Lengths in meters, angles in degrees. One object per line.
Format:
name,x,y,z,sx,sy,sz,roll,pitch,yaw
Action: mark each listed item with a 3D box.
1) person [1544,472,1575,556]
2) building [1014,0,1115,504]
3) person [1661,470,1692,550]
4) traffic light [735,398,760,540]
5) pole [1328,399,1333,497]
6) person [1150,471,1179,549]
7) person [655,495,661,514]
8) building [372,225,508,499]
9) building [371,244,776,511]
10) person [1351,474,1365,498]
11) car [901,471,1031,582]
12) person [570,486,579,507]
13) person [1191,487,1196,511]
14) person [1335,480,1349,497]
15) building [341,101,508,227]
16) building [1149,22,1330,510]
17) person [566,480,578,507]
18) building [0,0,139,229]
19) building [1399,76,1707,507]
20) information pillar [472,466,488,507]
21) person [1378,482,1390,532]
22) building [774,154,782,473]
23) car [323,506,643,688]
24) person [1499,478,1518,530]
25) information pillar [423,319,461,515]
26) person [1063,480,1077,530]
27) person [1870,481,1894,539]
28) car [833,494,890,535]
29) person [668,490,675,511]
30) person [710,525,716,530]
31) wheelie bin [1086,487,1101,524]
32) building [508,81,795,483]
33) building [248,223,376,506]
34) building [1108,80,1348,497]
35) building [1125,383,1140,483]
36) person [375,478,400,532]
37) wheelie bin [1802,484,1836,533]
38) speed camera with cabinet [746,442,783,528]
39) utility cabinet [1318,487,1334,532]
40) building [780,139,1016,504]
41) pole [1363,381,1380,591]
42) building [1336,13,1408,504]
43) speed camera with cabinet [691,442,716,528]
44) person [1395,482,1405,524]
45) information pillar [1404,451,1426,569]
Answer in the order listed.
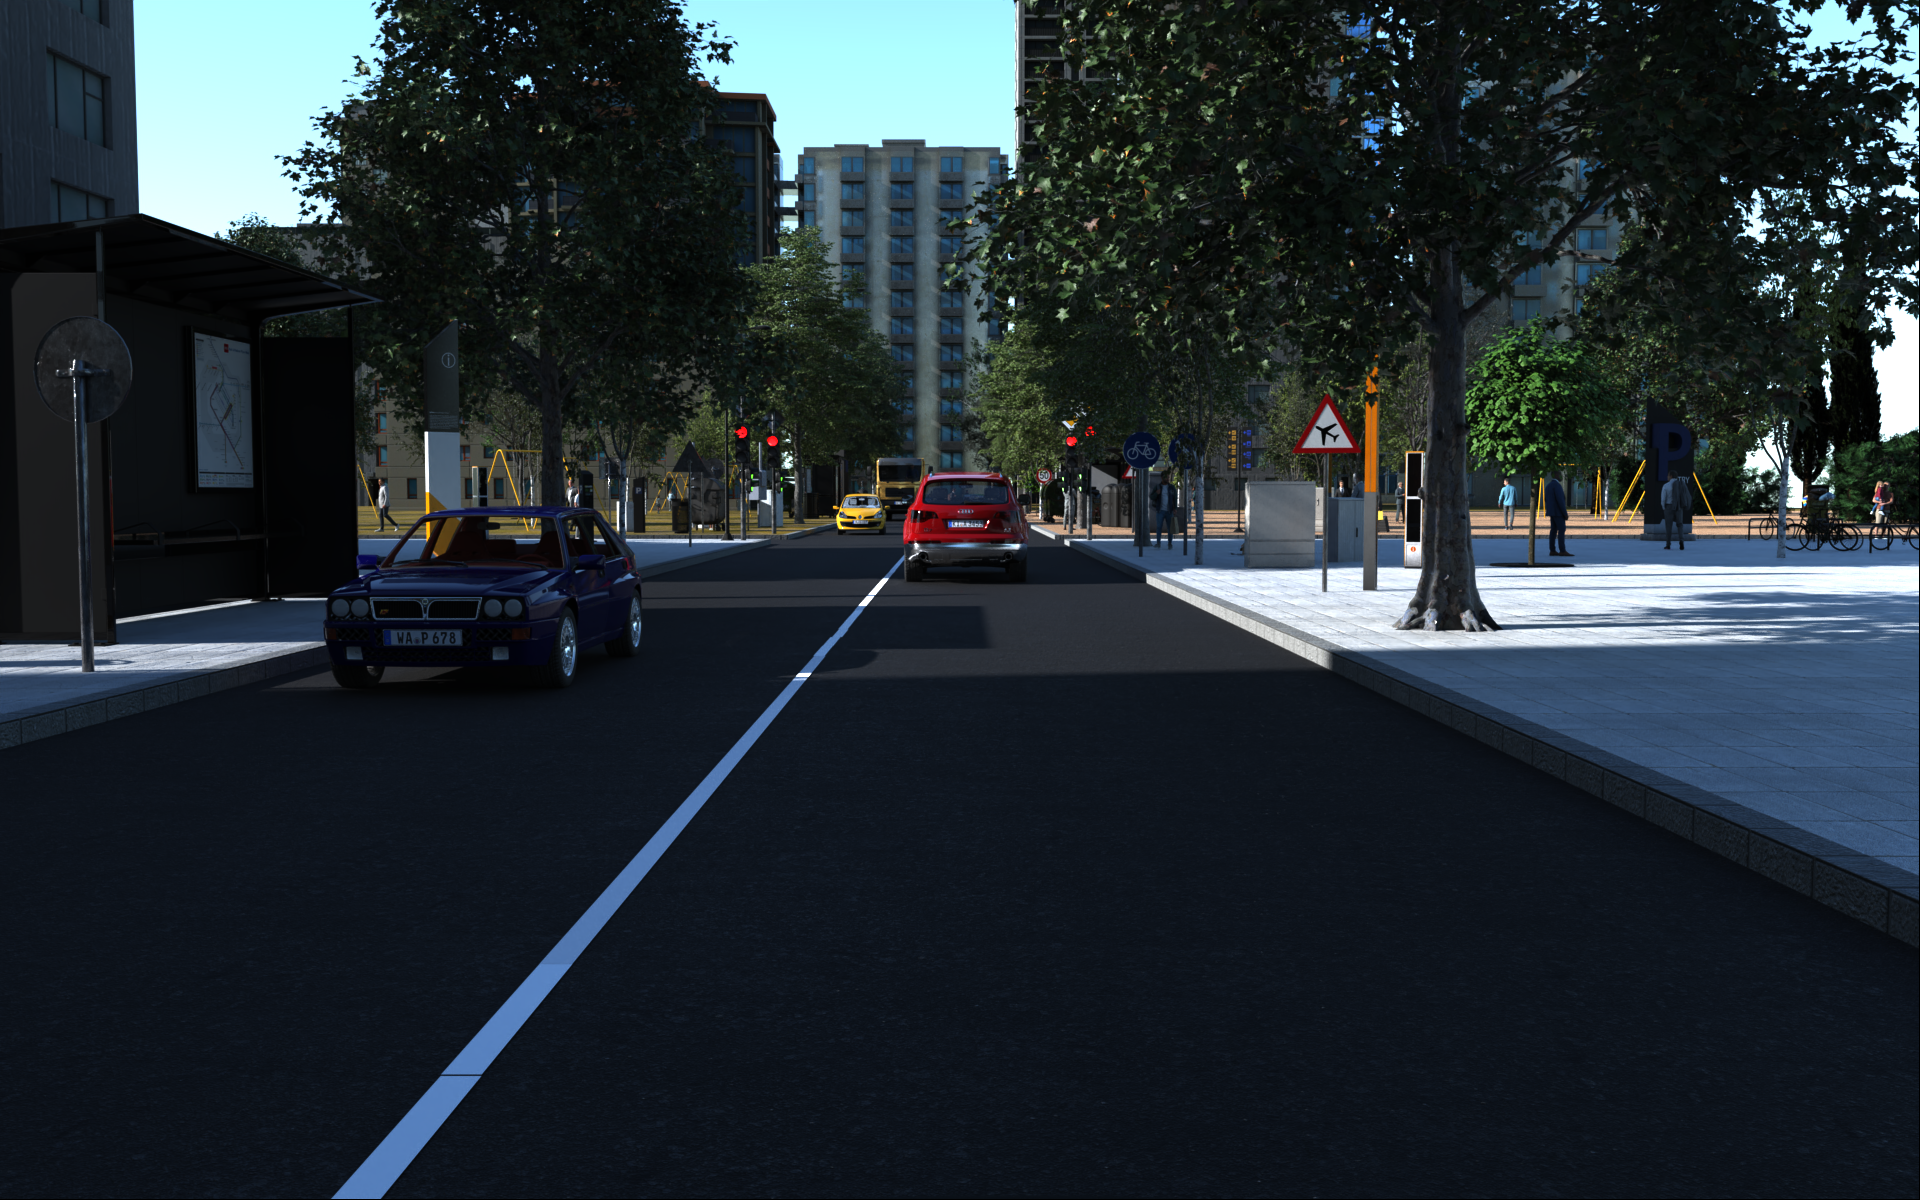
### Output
person,12.386,-1.817,35.926,0.419,1.800,0.721,-1,4,-15
building,17.879,-48.702,234.525,20.611,71.187,20.563,0,3,0
person,16.529,-2.070,39.988,0.679,1.850,0.850,0,4,4
traffic light,-5.989,-3.609,47.927,0.839,4.253,0.868,0,3,0
pole,7.948,-2.665,37.410,0.158,3.312,0.155,0,3,0
person,4.760,-2.068,39.844,0.794,1.824,0.713,1,4,23
person,-19.921,-6.295,113.981,0.505,1.210,0.382,2,4,35
building,-54.337,-25.525,189.030,14.107,30.474,14.160,0,3,0
building,-30.918,-18.438,146.501,27.650,21.520,28.899,0,3,0
person,10.561,-2.429,45.886,0.709,1.813,0.853,-3,5,-43
car,0.104,-1.294,29.838,2.281,1.827,5.304,0,4,0
person,-10.463,-2.387,47.668,0.523,1.515,0.503,-2,4,-29
person,17.164,-7.392,126.879,0.713,1.824,0.794,2,4,28
person,15.989,-4.070,72.365,0.659,1.850,0.755,0,4,6
building,-67.603,-39.782,239.675,27.495,52.752,28.713,0,3,0
building,22.423,-28.180,144.330,14.154,41.232,14.086,0,3,0
person,-13.266,-3.222,59.123,0.661,1.777,0.834,1,4,21
building,-24.641,-21.342,32.531,14.086,41.232,14.154,0,3,0
building,63.334,-34.502,183.710,30.456,49.044,23.786,0,3,0
information pillar,-12.738,-2.540,46.023,0.304,2.012,0.304,-3,5,-43
person,13.903,-3.122,57.306,0.699,1.804,1.509,2,4,35
building,-38.111,-37.722,236.357,30.456,49.044,23.786,0,3,0
car,-3.732,-0.089,14.038,1.945,1.354,3.894,0,4,1
person,19.593,-3.428,61.949,0.638,1.841,0.748,1,4,22
information pillar,-6.909,-1.946,23.176,0.183,3.616,0.504,3,5,44
person,3.948,-3.416,62.075,0.511,1.800,0.466,1,4,19
person,28.195,-2.723,52.990,0.580,1.828,0.573,-3,4,-37
car,-3.508,-3.166,61.993,2.015,1.641,3.980,0,4,-2
person,-21.639,-7.449,129.644,0.589,1.601,0.330,1,4,18
person,-8.772,-3.106,61.515,0.332,1.250,0.352,0,4,1
wheelie bin,5.578,-4.002,73.345,0.693,1.594,0.980,3,5,44
building,-32.537,-32.391,184.224,28.867,44.769,22.147,0,3,0
building,-68.444,-25.509,188.765,14.107,30.474,14.160,0,3,0
building,26.942,-34.300,180.405,23.786,49.044,30.456,0,3,0
building,21.998,-23.671,158.728,14.160,30.474,14.107,0,3,0
person,-19.568,-3.254,59.100,0.795,1.843,0.661,-2,4,-29
wheelie bin,28.180,-2.993,56.839,0.980,1.594,0.693,2,4,25
speed camera with cabinet,-7.545,-4.439,66.915,0.660,3.252,2.038,1,4,21
utility cabinet,11.943,-3.027,58.167,1.173,1.500,0.318,2,4,24
building,-7.655,-37.731,236.513,30.456,49.044,23.786,0,3,0
pole,5.465,-1.782,22.981,0.158,3.312,0.155,0,3,0
building,43.684,-56.388,234.619,31.000,86.520,22.319,0,3,0
speed camera with cabinet,-9.752,-4.365,65.700,0.660,3.252,2.038,-1,4,-22
person,19.095,-4.192,74.752,0.661,1.801,0.590,-3,4,-38
information pillar,7.841,-1.551,29.850,0.304,2.012,0.304,1,4,22
